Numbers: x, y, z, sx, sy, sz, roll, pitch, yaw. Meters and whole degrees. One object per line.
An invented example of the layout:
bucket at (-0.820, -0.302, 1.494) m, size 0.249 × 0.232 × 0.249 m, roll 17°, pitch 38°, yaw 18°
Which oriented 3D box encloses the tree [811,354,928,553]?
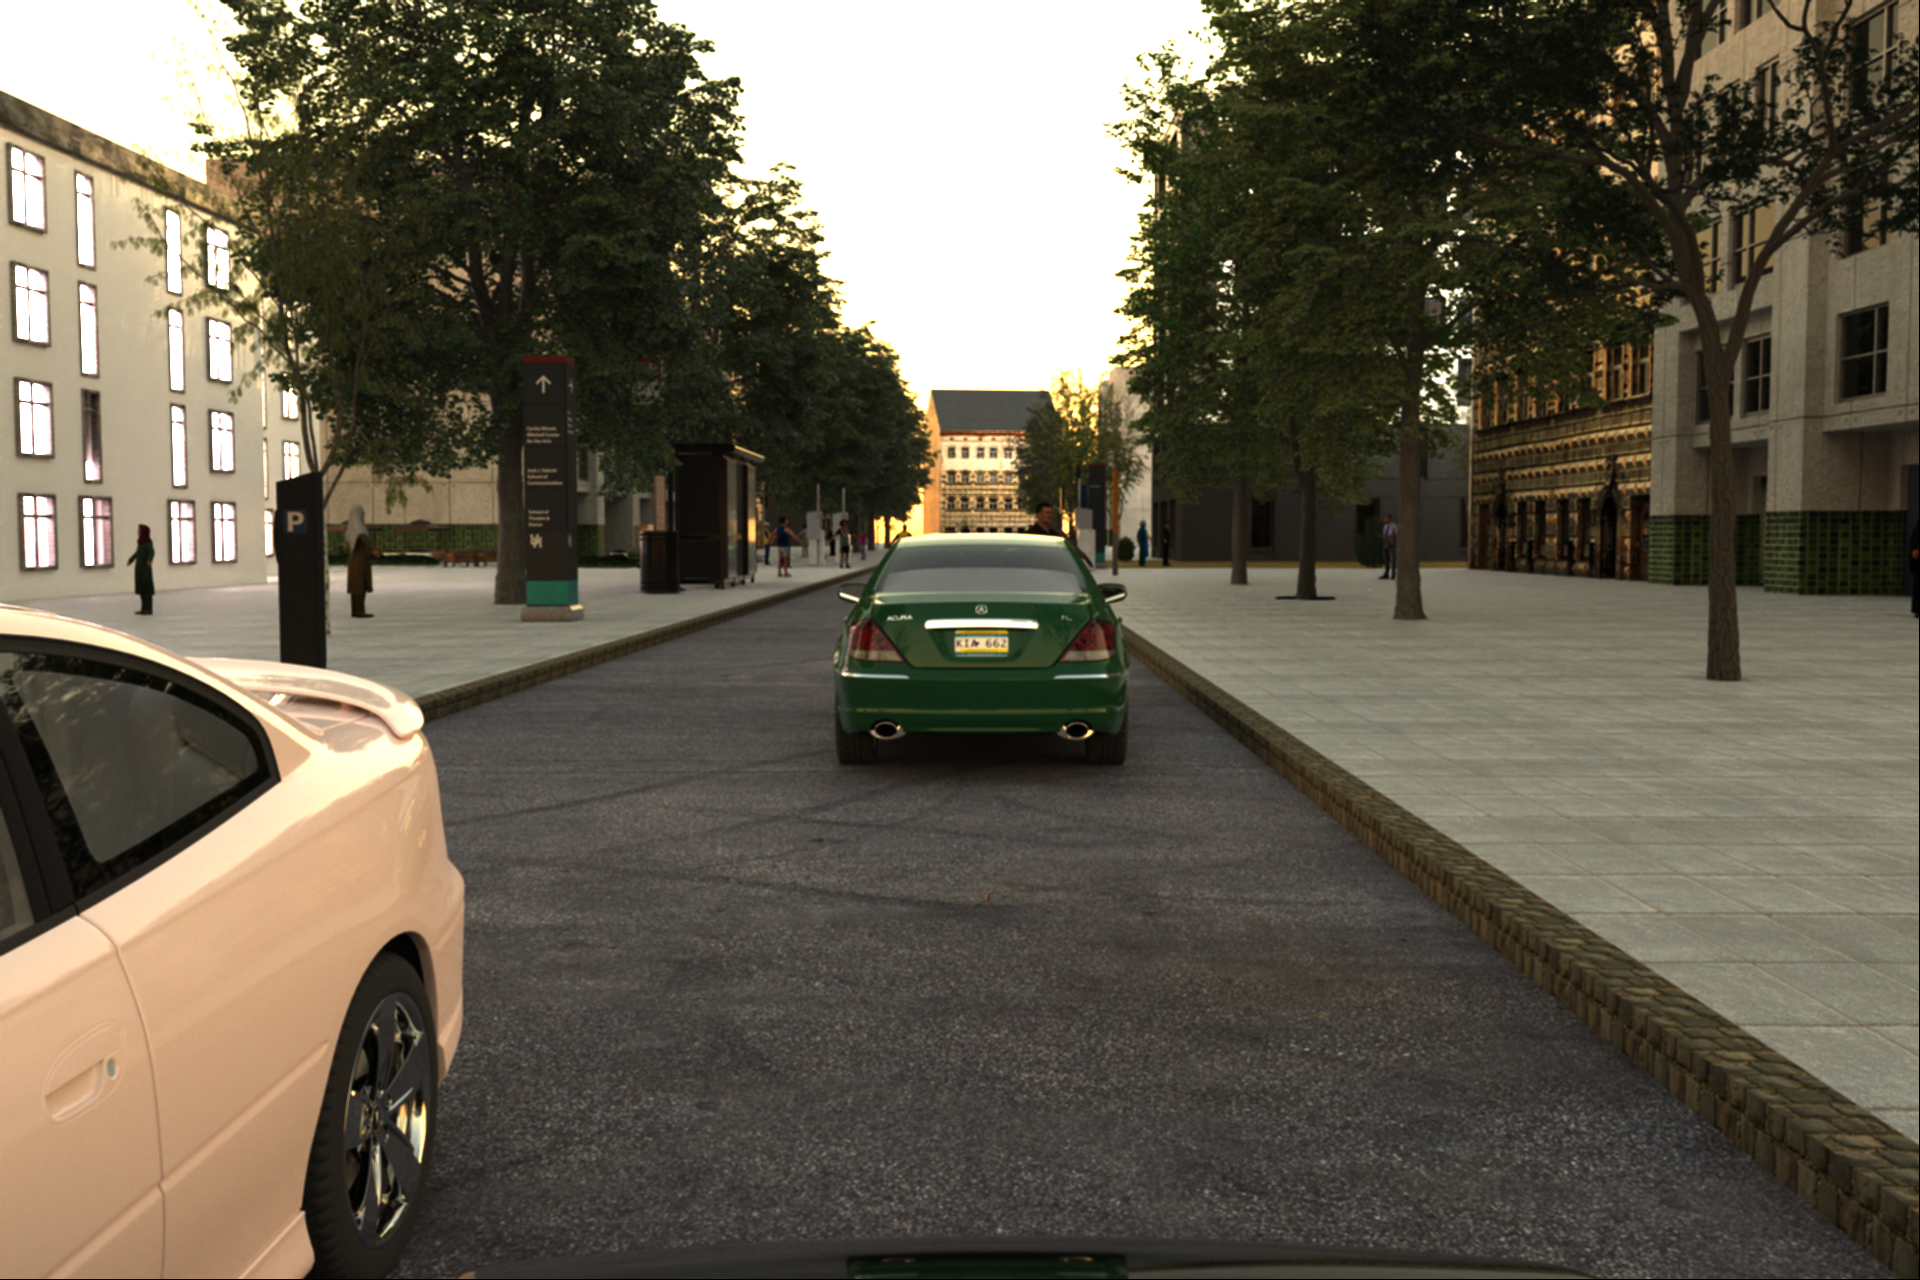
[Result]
tree at (-7.126, -12.914, 117.804) m, size 9.857 × 13.997 × 8.962 m, roll 0°, pitch 3°, yaw 0°

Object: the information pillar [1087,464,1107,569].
information pillar at (5.069, -4.590, 64.426) m, size 0.750 × 3.857 × 0.750 m, roll 0°, pitch 4°, yaw 0°

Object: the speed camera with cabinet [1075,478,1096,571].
speed camera with cabinet at (4.411, -4.062, 60.749) m, size 0.660 × 3.252 × 2.038 m, roll 0°, pitch 4°, yaw 0°

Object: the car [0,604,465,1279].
car at (-2.033, 0.634, 2.003) m, size 2.083 × 1.381 × 4.827 m, roll 0°, pitch 4°, yaw 1°

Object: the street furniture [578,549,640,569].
street furniture at (-11.801, -3.166, 67.393) m, size 5.734 × 0.657 × 10.072 m, roll 0°, pitch 4°, yaw -2°

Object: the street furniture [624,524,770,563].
street furniture at (-13.573, -4.499, 80.415) m, size 9.812 × 1.723 × 11.010 m, roll 0°, pitch 4°, yaw 0°

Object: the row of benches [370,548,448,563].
row of benches at (-24.708, -3.713, 76.176) m, size 4.104 × 0.672 × 1.422 m, roll -1°, pitch 4°, yaw -8°

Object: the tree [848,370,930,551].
tree at (-6.998, -13.947, 134.690) m, size 9.857 × 13.997 × 8.962 m, roll 0°, pitch 3°, yaw 0°

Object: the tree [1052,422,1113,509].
tree at (7.843, -10.033, 114.402) m, size 4.360 × 8.622 × 3.978 m, roll 0°, pitch 3°, yaw 0°

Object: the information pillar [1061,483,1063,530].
information pillar at (4.644, -5.360, 78.991) m, size 0.183 × 3.616 × 0.504 m, roll 0°, pitch 4°, yaw -1°

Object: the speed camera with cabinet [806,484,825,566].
speed camera with cabinet at (-5.828, -4.616, 69.802) m, size 0.660 × 3.252 × 2.038 m, roll 0°, pitch 4°, yaw 0°

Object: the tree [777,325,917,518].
tree at (-6.981, -12.079, 104.150) m, size 9.857 × 13.997 × 8.962 m, roll 0°, pitch 3°, yaw 0°

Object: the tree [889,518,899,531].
tree at (-6.797, -13.197, 166.141) m, size 4.360 × 8.622 × 3.978 m, roll 0°, pitch 3°, yaw 0°

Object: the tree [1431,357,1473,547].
tree at (21.196, -7.468, 72.466) m, size 4.360 × 8.622 × 3.978 m, roll 0°, pitch 3°, yaw 0°

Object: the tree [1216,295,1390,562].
tree at (14.217, -9.495, 73.374) m, size 7.486 × 12.596 × 7.792 m, roll 0°, pitch 3°, yaw 0°

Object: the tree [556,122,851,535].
tree at (-7.968, -8.922, 52.525) m, size 9.857 × 13.997 × 8.962 m, roll 0°, pitch 3°, yaw 0°

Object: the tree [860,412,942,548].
tree at (-6.489, -15.162, 154.553) m, size 9.857 × 13.997 × 8.962 m, roll 0°, pitch 3°, yaw 0°

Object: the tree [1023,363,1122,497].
tree at (5.070, -7.539, 73.624) m, size 4.737 × 8.622 × 4.395 m, roll 0°, pitch 3°, yaw 0°

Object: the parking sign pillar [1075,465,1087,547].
parking sign pillar at (4.805, -4.910, 68.757) m, size 1.447 × 3.967 × 1.447 m, roll 0°, pitch 4°, yaw 2°

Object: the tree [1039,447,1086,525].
tree at (8.247, -11.821, 143.633) m, size 4.360 × 8.622 × 3.978 m, roll 0°, pitch 3°, yaw 0°

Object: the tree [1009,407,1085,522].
tree at (8.231, -14.415, 153.805) m, size 7.486 × 12.596 × 7.792 m, roll 0°, pitch 3°, yaw 0°

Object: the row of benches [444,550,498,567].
row of benches at (-18.606, -3.282, 69.118) m, size 1.422 × 0.672 × 4.104 m, roll 3°, pitch 5°, yaw 41°

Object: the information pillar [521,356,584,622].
information pillar at (-6.043, -2.215, 25.589) m, size 0.750 × 3.857 × 0.750 m, roll 0°, pitch 4°, yaw 1°

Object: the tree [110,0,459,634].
tree at (-8.121, -4.391, 22.159) m, size 4.360 × 8.622 × 3.978 m, roll 0°, pitch 3°, yaw 0°

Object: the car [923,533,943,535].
car at (-0.914, -3.830, 71.414) m, size 1.959 × 1.807 × 4.718 m, roll 0°, pitch 4°, yaw 1°

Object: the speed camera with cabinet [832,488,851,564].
speed camera with cabinet at (-5.105, -4.906, 74.546) m, size 0.660 × 3.252 × 2.038 m, roll 0°, pitch 4°, yaw 3°

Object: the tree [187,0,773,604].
tree at (-8.370, -7.638, 31.535) m, size 9.857 × 13.997 × 8.962 m, roll 0°, pitch 3°, yaw 0°

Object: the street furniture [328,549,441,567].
street furniture at (-26.112, -3.322, 69.934) m, size 10.072 × 0.657 × 5.734 m, roll -1°, pitch 4°, yaw -10°

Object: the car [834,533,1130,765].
car at (0.155, -0.025, 12.200) m, size 2.131 × 1.459 × 4.920 m, roll 0°, pitch 4°, yaw 1°

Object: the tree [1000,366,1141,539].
tree at (8.092, -13.275, 127.422) m, size 12.009 × 13.543 × 11.850 m, roll 0°, pitch 3°, yaw 0°

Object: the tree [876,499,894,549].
tree at (-6.700, -11.886, 144.698) m, size 4.737 × 8.622 × 4.395 m, roll 0°, pitch 3°, yaw 0°

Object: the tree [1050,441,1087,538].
tree at (8.482, -11.431, 137.264) m, size 4.360 × 8.622 × 3.978 m, roll 0°, pitch 3°, yaw 0°

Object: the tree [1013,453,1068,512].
tree at (8.637, -14.271, 167.741) m, size 7.601 × 10.594 × 8.767 m, roll -1°, pitch 4°, yaw -13°

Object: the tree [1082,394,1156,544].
tree at (8.084, -8.449, 88.506) m, size 4.360 × 8.622 × 3.978 m, roll 0°, pitch 3°, yaw 0°

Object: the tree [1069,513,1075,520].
tree at (17.925, -18.924, 259.769) m, size 4.737 × 8.622 × 4.395 m, roll 0°, pitch 3°, yaw 0°

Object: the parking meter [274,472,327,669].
parking meter at (-6.249, -0.654, 16.400) m, size 0.399 × 1.863 × 0.255 m, roll 0°, pitch 4°, yaw 0°

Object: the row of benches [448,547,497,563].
row of benches at (-22.267, -3.900, 79.233) m, size 1.422 × 0.672 × 4.104 m, roll 1°, pitch 4°, yaw 11°
